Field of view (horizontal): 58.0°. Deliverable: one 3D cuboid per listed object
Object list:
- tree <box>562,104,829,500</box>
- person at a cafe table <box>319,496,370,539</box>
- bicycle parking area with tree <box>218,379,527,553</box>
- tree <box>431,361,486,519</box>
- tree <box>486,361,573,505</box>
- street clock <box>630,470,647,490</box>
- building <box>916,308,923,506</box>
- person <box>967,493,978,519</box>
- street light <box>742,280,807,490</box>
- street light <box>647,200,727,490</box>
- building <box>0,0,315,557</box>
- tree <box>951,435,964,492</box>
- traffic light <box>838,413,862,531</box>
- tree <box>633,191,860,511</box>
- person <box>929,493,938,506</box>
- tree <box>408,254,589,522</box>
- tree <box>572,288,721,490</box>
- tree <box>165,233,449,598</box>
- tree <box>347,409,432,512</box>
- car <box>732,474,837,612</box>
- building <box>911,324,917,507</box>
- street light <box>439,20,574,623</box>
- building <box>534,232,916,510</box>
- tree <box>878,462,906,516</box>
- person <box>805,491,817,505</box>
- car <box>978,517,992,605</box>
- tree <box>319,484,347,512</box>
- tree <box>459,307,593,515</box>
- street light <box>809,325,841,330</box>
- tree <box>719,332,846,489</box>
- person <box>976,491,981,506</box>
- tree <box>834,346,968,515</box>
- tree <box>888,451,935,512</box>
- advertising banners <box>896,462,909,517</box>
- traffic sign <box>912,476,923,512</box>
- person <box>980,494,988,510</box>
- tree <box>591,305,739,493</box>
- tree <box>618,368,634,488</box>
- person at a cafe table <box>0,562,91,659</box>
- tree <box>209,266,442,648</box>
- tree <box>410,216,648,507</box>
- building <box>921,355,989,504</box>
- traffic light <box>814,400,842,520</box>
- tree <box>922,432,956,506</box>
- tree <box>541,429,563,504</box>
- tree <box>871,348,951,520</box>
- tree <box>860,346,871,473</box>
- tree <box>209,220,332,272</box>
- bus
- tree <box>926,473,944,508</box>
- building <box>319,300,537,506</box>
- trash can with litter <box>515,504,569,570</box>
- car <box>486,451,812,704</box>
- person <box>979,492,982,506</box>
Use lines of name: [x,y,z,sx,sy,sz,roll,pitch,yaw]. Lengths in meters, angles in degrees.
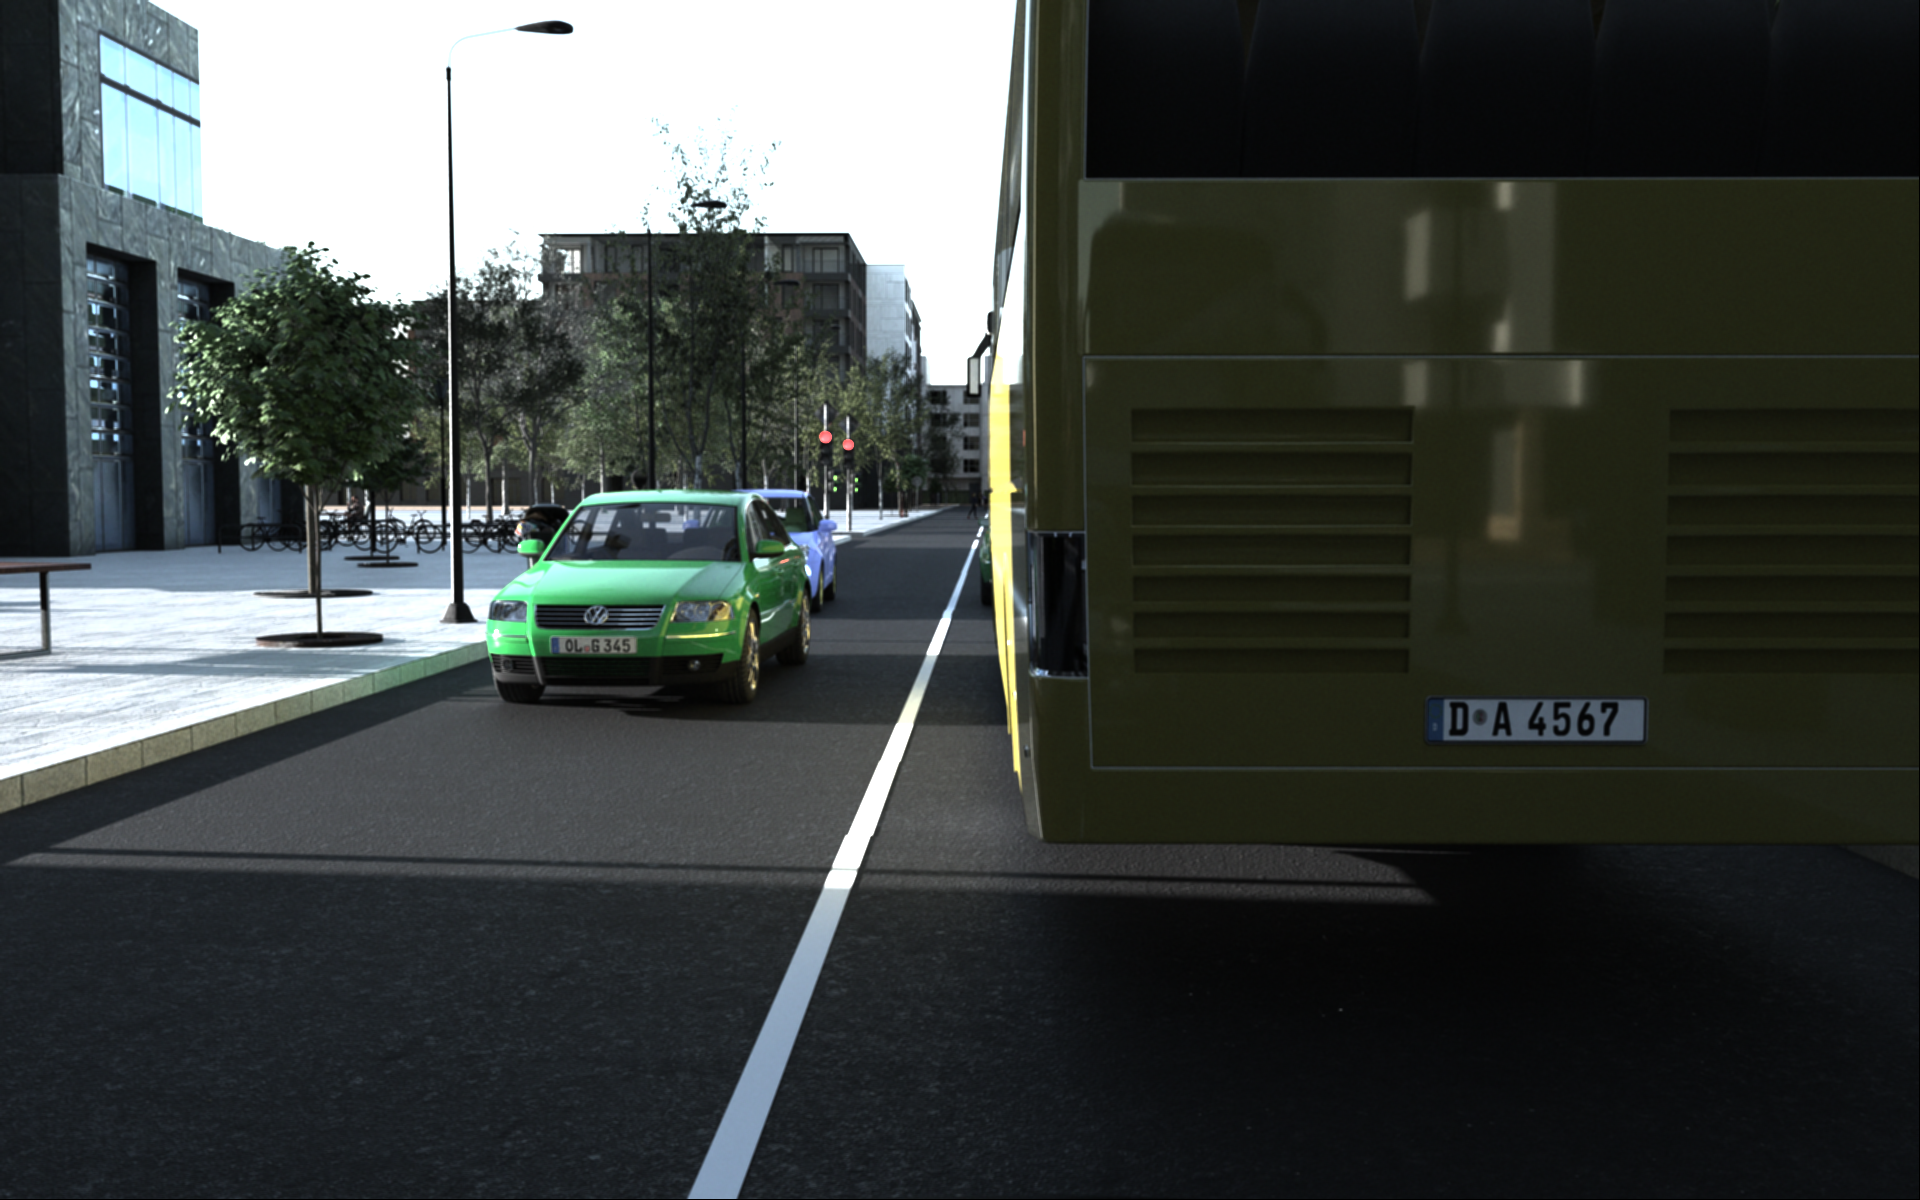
tree: [-5.130,-5.058,33.056,4.360,8.622,3.978,0,3,0]
person at a cafe table: [-18.062,-2.420,50.434,1.726,1.238,1.698,-2,4,-35]
bicycle parking area with tree: [-12.842,-3.294,40.857,9.016,4.147,8.231,1,4,14]
tree: [-28.577,-8.930,96.364,4.737,8.622,4.395,0,3,0]
tree: [-23.224,-8.829,94.711,4.737,8.622,4.395,0,3,0]
street clock: [-9.765,-2.943,52.690,0.471,2.002,0.358,-3,4,-37]
building: [-20.962,-21.513,195.711,32.646,21.610,27.936,0,4,1]
person: [0.740,-5.424,99.725,0.613,1.512,0.480,-1,4,-8]
street light: [-4.165,-3.985,37.692,1.470,5.913,1.316,0,4,1]
street light: [-4.378,-3.364,27.545,1.470,5.913,1.316,0,4,1]
building: [-33.568,-44.165,34.764,31.000,86.520,22.319,0,4,1]
tree: [-1.561,-15.221,199.223,4.737,8.622,4.395,0,3,0]
traffic light: [-3.820,-4.346,59.979,0.839,4.253,0.868,0,4,1]
tree: [-5.284,-5.608,42.056,4.737,8.622,4.395,0,3,0]
person: [-2.938,-11.254,190.595,0.990,1.755,0.434,1,4,18]
tree: [-18.023,-8.093,66.736,8.767,10.594,7.601,1,4,11]
tree: [-15.583,-9.814,86.210,9.928,11.665,9.643,0,3,0]
tree: [-8.154,-2.338,21.938,4.285,4.588,4.351,0,3,0]
tree: [-30.924,-8.521,89.675,4.737,8.622,4.395,0,3,0]
car: [-2.514,-0.769,22.164,1.945,1.707,3.694,0,4,0]
building: [-12.332,-19.418,173.898,16.016,20.091,11.380,0,4,1]
street light: [-4.484,-2.728,17.146,1.470,5.913,1.316,0,4,1]
building: [-18.854,-18.835,151.929,27.936,21.610,32.646,0,4,1]
tree: [-4.086,-6.510,101.037,1.663,3.219,1.824,0,3,0]
person: [-6.597,-4.074,75.879,0.697,1.427,0.421,-2,4,-26]
car: [1.209,-0.917,23.797,1.959,1.807,4.718,0,4,2]
tree: [-49.653,-9.896,124.704,20.602,7.101,11.467,3,4,38]
tree: [-26.973,-11.372,104.057,7.486,12.596,7.792,0,3,0]
street light: [-3.961,-4.598,47.722,1.470,5.913,1.316,0,4,1]
tree: [-12.564,-12.584,122.755,9.611,12.733,9.660,0,3,0]
person: [2.292,-11.731,200.401,1.348,1.812,0.705,-2,4,-35]
tree: [-3.699,-10.637,108.322,8.767,10.594,7.601,0,4,-5]
tree: [-3.516,-8.642,125.013,4.285,4.588,4.351,0,3,0]
advertising banners: [-3.185,-6.058,95.230,0.090,3.025,2.074,1,4,17]
traffic sign: [-3.033,-7.474,122.310,0.768,2.556,0.104,0,4,3]
person: [2.220,-9.036,159.470,0.697,1.427,0.421,1,4,10]
tree: [-16.444,-11.378,104.154,7.486,12.596,7.792,0,3,0]
tree: [-10.424,-7.037,65.415,4.737,8.622,4.395,0,3,0]
person at a cafe table: [-8.046,-0.152,13.346,1.698,1.238,1.726,1,4,17]
tree: [-5.657,-1.242,14.908,1.663,3.219,1.824,0,3,0]
tree: [-19.032,-10.173,76.705,12.009,13.543,11.850,0,3,0]
building: [3.214,-22.164,228.840,31.486,18.905,16.747,0,4,1]
traffic light: [-3.983,-3.858,51.995,0.839,4.253,0.868,0,4,1]
tree: [-2.419,-14.749,191.508,4.360,8.622,3.978,0,3,0]
tree: [-29.946,-10.854,127.819,4.360,8.622,3.978,0,3,0]
tree: [-3.772,-8.313,86.279,4.737,8.622,4.395,0,3,0]
tree: [-6.779,-7.930,80.021,4.737,8.622,4.395,0,3,0]
tree: [-27.011,-8.615,66.617,9.928,11.665,9.643,0,3,0]
bus: [1.468,-1.149,10.325,2.896,3.916,12.252,0,4,0]
tree: [-2.462,-10.214,161.596,1.663,3.219,1.824,0,3,0]
building: [-54.224,-21.549,196.301,32.646,21.610,27.936,0,4,1]
trash can with litter: [-4.962,-0.571,20.725,0.624,1.170,1.055,-1,4,-10]
car: [-2.229,-0.274,13.273,1.959,1.807,4.718,0,4,2]
person: [2.470,-12.209,209.030,0.530,1.710,0.541,-1,4,-18]
